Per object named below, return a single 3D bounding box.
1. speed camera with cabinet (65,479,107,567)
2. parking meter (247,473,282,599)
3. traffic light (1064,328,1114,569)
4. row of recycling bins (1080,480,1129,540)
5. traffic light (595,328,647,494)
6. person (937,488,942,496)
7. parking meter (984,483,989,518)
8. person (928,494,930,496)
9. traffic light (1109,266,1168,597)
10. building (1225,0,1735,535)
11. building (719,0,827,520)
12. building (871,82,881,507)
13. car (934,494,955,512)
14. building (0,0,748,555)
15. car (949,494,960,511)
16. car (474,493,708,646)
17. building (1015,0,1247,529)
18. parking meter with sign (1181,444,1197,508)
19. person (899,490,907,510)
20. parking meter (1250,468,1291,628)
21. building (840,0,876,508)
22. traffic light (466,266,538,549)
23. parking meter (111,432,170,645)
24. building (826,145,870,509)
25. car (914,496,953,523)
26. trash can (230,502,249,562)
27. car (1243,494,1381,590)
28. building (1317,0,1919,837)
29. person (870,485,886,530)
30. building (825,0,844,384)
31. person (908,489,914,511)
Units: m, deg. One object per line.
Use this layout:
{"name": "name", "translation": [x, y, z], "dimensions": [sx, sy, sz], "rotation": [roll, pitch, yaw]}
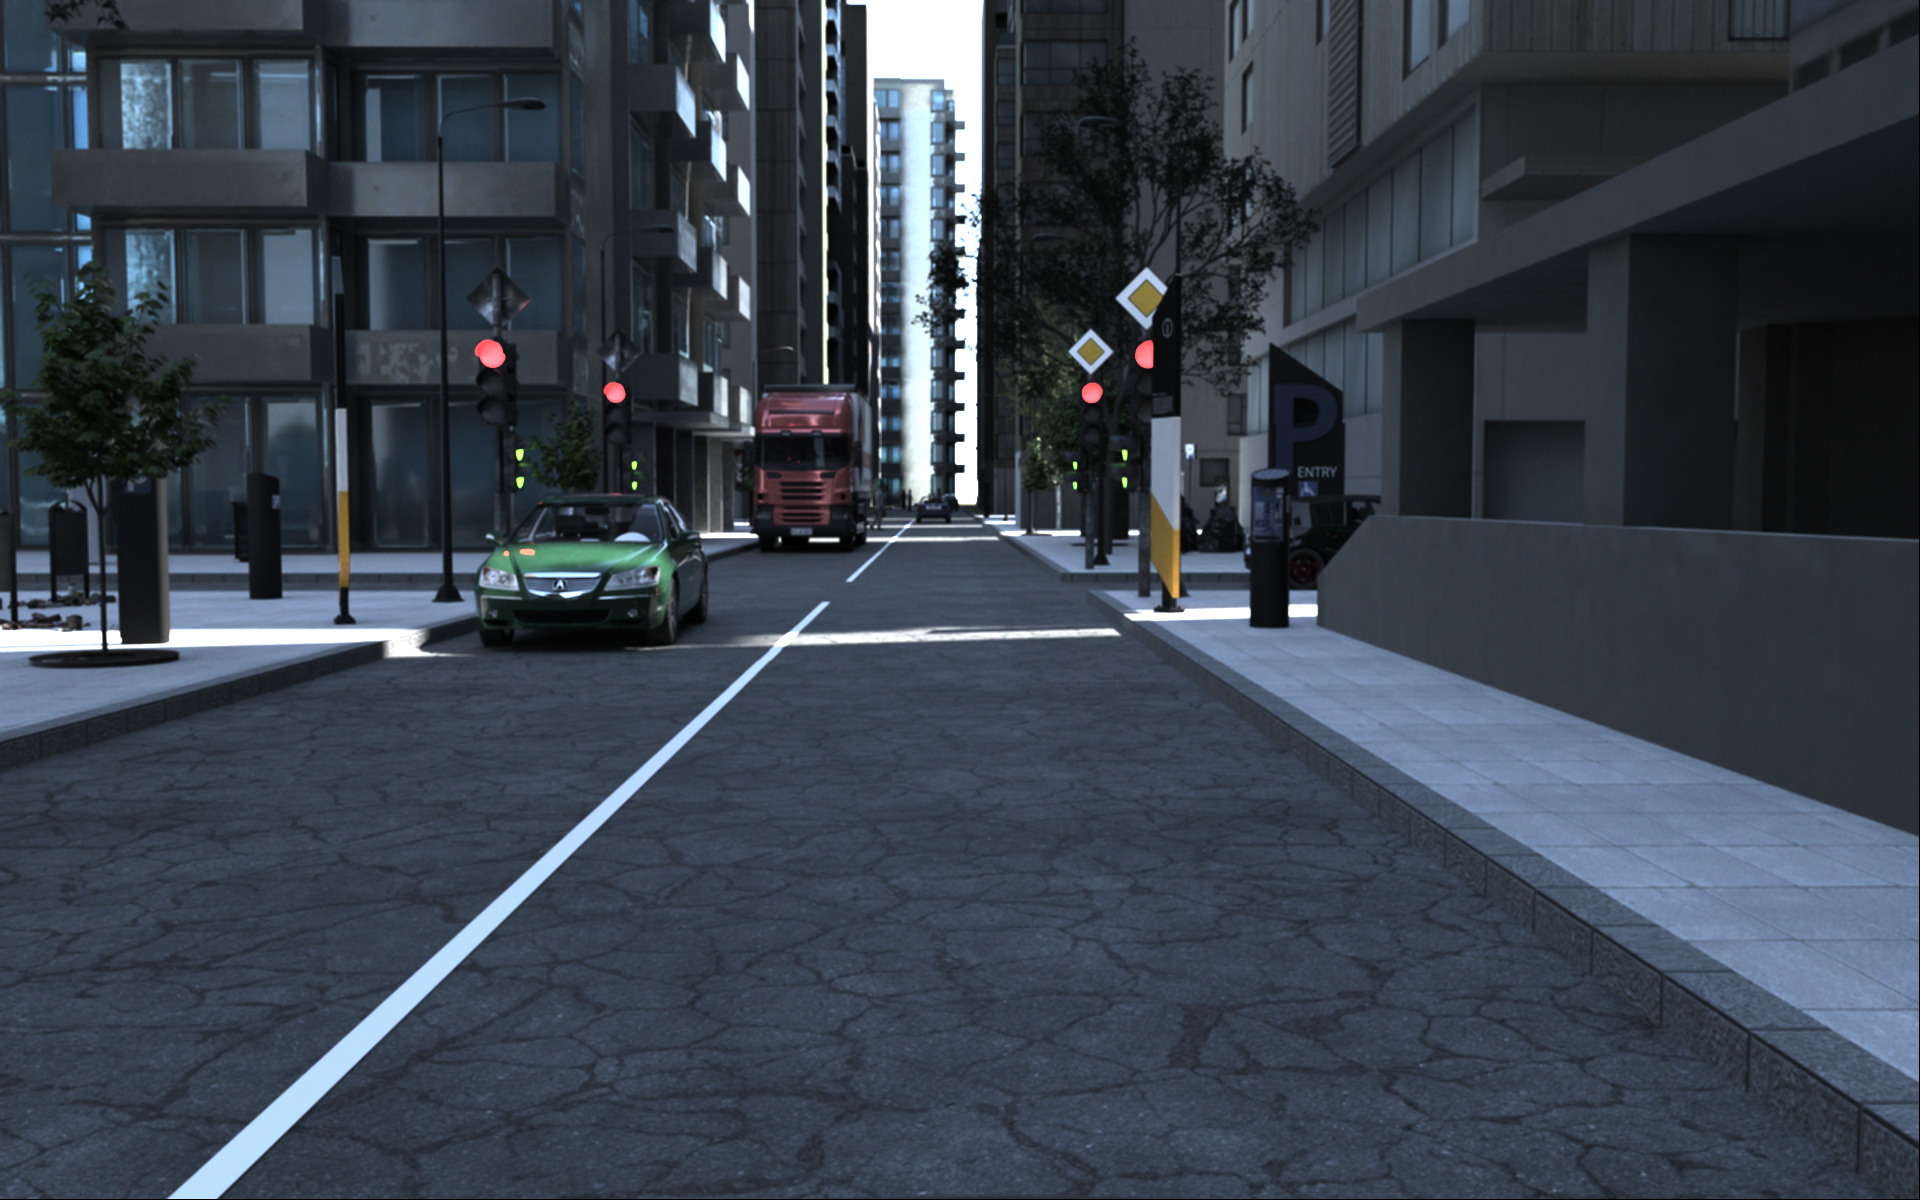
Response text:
{"name": "speed camera with cabinet", "translation": [-15.728, -2.251, 31.139], "dimensions": [0.660, 3.252, 2.038], "rotation": [-2, 4, -30]}
{"name": "parking meter", "translation": [-8.519, -0.783, 21.215], "dimensions": [0.372, 1.533, 0.369], "rotation": [0, 3, 0]}
{"name": "traffic light", "translation": [2.197, -2.482, 29.494], "dimensions": [0.839, 4.253, 0.868], "rotation": [0, 4, -1]}
{"name": "row of recycling bins", "translation": [4.226, -2.645, 50.364], "dimensions": [1.069, 1.692, 3.534], "rotation": [0, 4, -6]}
{"name": "traffic light", "translation": [-5.763, -2.475, 29.394], "dimensions": [0.839, 4.253, 0.868], "rotation": [0, 4, -1]}
{"name": "person", "translation": [-1.375, -6.282, 111.304], "dimensions": [0.705, 1.812, 1.348], "rotation": [-1, 4, -8]}
{"name": "parking meter", "translation": [1.428, -5.386, 93.764], "dimensions": [0.255, 1.863, 0.399], "rotation": [0, 4, -6]}
{"name": "person", "translation": [-2.824, -9.007, 159.025], "dimensions": [0.557, 1.426, 1.065], "rotation": [0, 4, -2]}
{"name": "traffic light", "translation": [2.282, -1.993, 21.509], "dimensions": [0.839, 4.253, 0.868], "rotation": [0, 4, -1]}
{"name": "building", "translation": [21.514, -27.649, 41.298], "dimensions": [27.495, 52.752, 28.713], "rotation": [0, 4, -1]}
{"name": "building", "translation": [-14.488, -24.948, 91.492], "dimensions": [14.154, 41.232, 14.086], "rotation": [0, 4, -1]}
{"name": "building", "translation": [-14.961, -29.912, 172.650], "dimensions": [14.086, 41.232, 14.154], "rotation": [0, 4, -1]}
{"name": "car", "translation": [-1.487, -7.883, 140.687], "dimensions": [2.131, 1.459, 4.920], "rotation": [0, 4, 0]}
{"name": "building", "translation": [-18.044, -26.254, 48.856], "dimensions": [23.786, 49.044, 30.456], "rotation": [0, 4, -1]}
{"name": "car", "translation": [-1.025, -8.365, 148.568], "dimensions": [2.131, 1.459, 4.920], "rotation": [0, 4, 0]}
{"name": "car", "translation": [-3.681, -0.372, 17.885], "dimensions": [2.131, 1.459, 4.920], "rotation": [0, 4, -2]}
{"name": "building", "translation": [9.165, -18.208, 69.409], "dimensions": [14.160, 30.474, 14.107], "rotation": [0, 4, -1]}
{"name": "parking meter with sign", "translation": [7.276, -3.871, 59.558], "dimensions": [1.738, 3.016, 0.543], "rotation": [-2, 4, -32]}
{"name": "person", "translation": [-5.193, -9.213, 159.091], "dimensions": [0.705, 1.831, 1.348], "rotation": [-2, 4, -34]}
{"name": "parking meter", "translation": [2.990, -0.507, 16.698], "dimensions": [0.372, 1.533, 0.369], "rotation": [0, 3, 0]}
{"name": "building", "translation": [-14.979, -31.001, 156.978], "dimensions": [14.600, 45.320, 14.200], "rotation": [0, 4, -1]}
{"name": "traffic light", "translation": [-5.679, -1.987, 21.409], "dimensions": [0.839, 4.253, 0.868], "rotation": [0, 4, -1]}
{"name": "parking meter", "translation": [-7.010, -0.557, 14.811], "dimensions": [0.399, 1.863, 0.255], "rotation": [-1, 4, -11]}
{"name": "building", "translation": [-14.824, -22.713, 143.051], "dimensions": [14.160, 30.474, 14.107], "rotation": [0, 4, -1]}
{"name": "car", "translation": [-1.316, -4.499, 86.142], "dimensions": [1.945, 1.354, 3.894], "rotation": [0, 4, -1]}
{"name": "trash can", "translation": [-13.410, -1.293, 32.788], "dimensions": [0.748, 1.137, 0.748], "rotation": [0, 3, 0]}
{"name": "car", "translation": [6.477, -1.024, 26.530], "dimensions": [4.222, 1.686, 2.009], "rotation": [0, 4, -1]}
{"name": "building", "translation": [19.659, -19.390, 8.903], "dimensions": [32.217, 40.220, 23.993], "rotation": [0, 4, -1]}
{"name": "person", "translation": [-3.177, -3.679, 68.780], "dimensions": [0.853, 1.813, 0.709], "rotation": [-3, 5, -39]}
{"name": "building", "translation": [-18.065, -49.261, 118.086], "dimensions": [22.319, 86.520, 31.000], "rotation": [0, 4, -1]}
{"name": "person", "translation": [-4.147, -8.305, 144.269], "dimensions": [0.705, 1.826, 1.348], "rotation": [1, 4, 14]}
